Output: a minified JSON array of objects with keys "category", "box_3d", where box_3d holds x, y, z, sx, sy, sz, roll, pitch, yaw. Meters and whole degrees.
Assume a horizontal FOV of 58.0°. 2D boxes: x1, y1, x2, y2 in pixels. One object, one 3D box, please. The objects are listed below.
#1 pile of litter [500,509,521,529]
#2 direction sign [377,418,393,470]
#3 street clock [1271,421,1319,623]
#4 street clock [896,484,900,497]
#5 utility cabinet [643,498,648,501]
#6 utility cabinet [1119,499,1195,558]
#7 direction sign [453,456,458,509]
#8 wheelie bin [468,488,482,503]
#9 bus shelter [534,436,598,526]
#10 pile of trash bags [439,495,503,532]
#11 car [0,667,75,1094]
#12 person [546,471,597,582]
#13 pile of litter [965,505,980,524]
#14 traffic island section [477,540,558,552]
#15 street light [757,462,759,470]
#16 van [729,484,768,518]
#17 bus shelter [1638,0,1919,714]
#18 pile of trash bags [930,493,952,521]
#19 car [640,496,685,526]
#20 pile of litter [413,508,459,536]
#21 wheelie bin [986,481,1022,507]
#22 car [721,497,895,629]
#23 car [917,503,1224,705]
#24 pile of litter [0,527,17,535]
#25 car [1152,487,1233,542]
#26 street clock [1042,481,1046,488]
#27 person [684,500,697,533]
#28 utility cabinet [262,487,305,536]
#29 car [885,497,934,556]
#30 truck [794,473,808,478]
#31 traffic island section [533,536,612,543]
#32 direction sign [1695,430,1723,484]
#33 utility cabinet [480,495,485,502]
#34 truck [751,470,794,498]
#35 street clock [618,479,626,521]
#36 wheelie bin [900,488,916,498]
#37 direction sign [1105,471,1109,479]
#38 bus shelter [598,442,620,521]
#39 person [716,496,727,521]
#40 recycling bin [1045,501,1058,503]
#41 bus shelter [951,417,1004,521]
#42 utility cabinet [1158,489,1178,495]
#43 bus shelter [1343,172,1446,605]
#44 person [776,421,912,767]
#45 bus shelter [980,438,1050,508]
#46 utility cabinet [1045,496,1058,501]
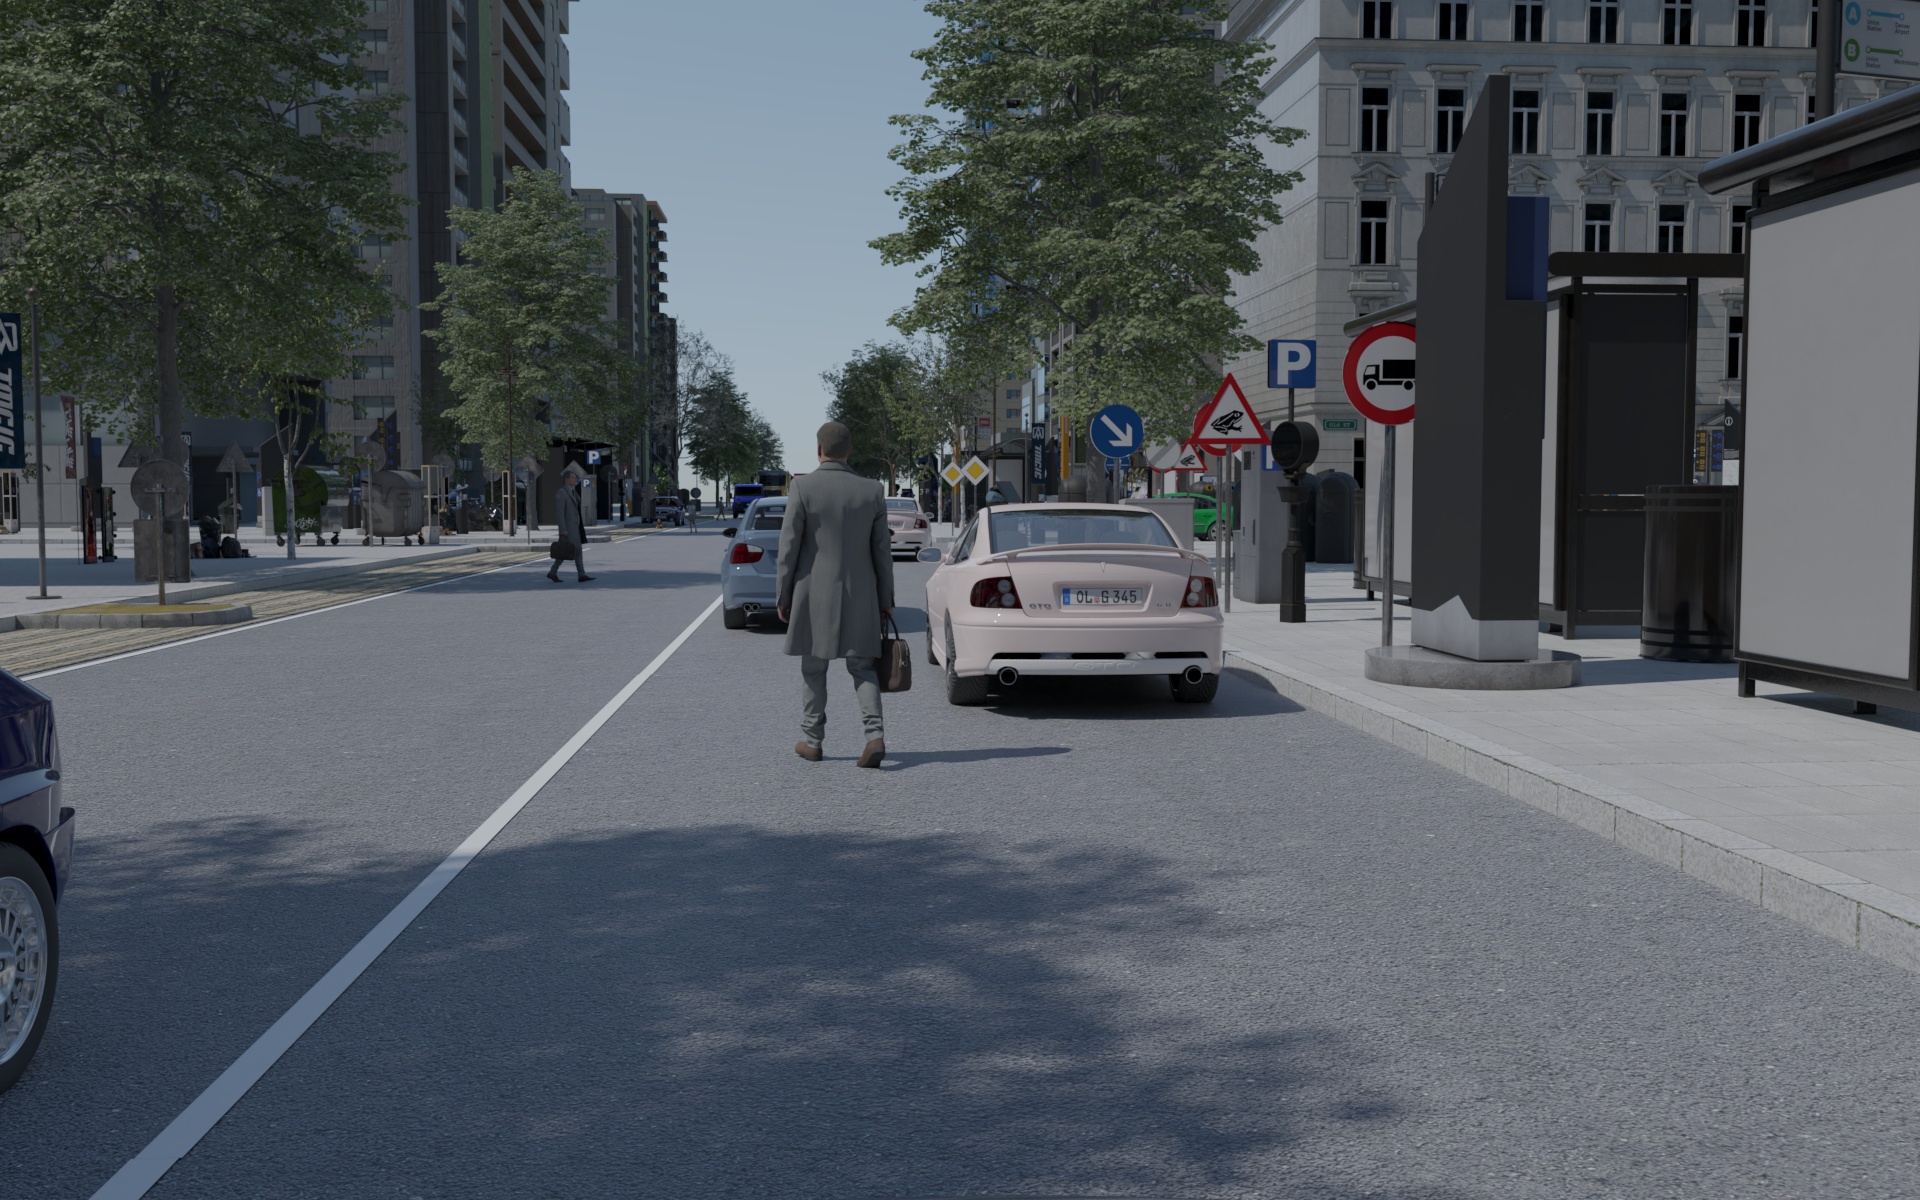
[{"category":"pile of litter","box_3d":[-16.952,-3.019,63.328,1.719,0.858,1.176,1,4,20]},{"category":"direction sign","box_3d":[-17.134,-3.651,51.693,0.379,3.537,0.876,1,4,10]},{"category":"street clock","box_3d":[3.328,-0.776,17.258,0.358,2.002,0.471,-2,4,-31]},{"category":"street clock","box_3d":[-4.412,-7.093,120.544,0.471,2.002,0.358,1,4,13]},{"category":"utility cabinet","box_3d":[-17.076,-5.253,94.570,0.318,1.500,1.173,0,4,3]},{"category":"utility cabinet","box_3d":[2.752,-0.803,24.291,1.020,1.237,0.306,-1,4,-13]},{"category":"direction sign","box_3d":[-29.007,-6.588,99.703,0.379,3.537,0.876,0,4,-3]},{"category":"wheelie bin","box_3d":[-26.472,-5.269,94.052,0.980,1.594,0.693,-2,4,-29]},{"category":"bus shelter","box_3d":[-16.649,-4.983,72.748,1.731,3.624,6.357,0,4,-4]},{"category":"pile of trash bags","box_3d":[-17.071,-3.011,58.977,1.912,1.369,3.447,2,4,24]},{"category":"car","box_3d":[-3.061,0.600,2.772,1.945,1.354,3.894,0,4,-3]},{"category":"person","box_3d":[-6.327,-1.196,28.157,0.767,1.812,0.694,1,4,10]},{"category":"pile of litter","box_3d":[0.740,-3.626,73.244,1.176,0.858,1.719,-3,4,-37]},{"category":"traffic island section","box_3d":[-10.942,-1.321,43.881,2.009,0.180,2.903,0,4,-4]},{"category":"street light","box_3d":[-28.978,-16.910,249.270,0.468,5.910,1.993,0,4,-4]},{"category":"van","box_3d":[-12.611,-6.065,103.543,2.240,2.365,5.245,0,4,-6]},{"category":"bus shelter","box_3d":[5.830,-1.944,9.415,2.179,5.291,8.768,0,4,-5]},{"category":"pile of trash bags","box_3d":[-0.957,-4.473,82.883,1.912,1.369,3.447,0,4,-1]},{"category":"car","box_3d":[-13.338,-3.997,77.927,1.945,1.354,3.894,0,4,-5]},{"category":"pile of litter","box_3d":[-16.217,-2.416,53.474,1.176,0.858,1.719,-3,5,-40]},{"category":"wheelie bin","box_3d":[1.036,-2.080,41.920,0.693,1.594,0.980,2,4,35]},{"category":"car","box_3d":[-1.734,-0.473,19.743,2.014,1.417,4.499,0,4,-4]},{"category":"car","box_3d":[0.739,-0.053,13.221,2.083,1.381,4.827,0,4,-4]},{"category":"pile of litter","box_3d":[-30.674,-2.497,54.798,1.719,0.858,1.176,0,4,0]},{"category":"car","box_3d":[5.970,-2.516,49.930,4.718,1.807,1.959,0,4,-4]},{"category":"street clock","box_3d":[3.683,-4.531,78.650,0.358,2.002,0.471,2,4,32]},{"category":"person","box_3d":[-9.996,-3.100,64.204,0.505,1.210,0.382,0,4,-6]},{"category":"utility cabinet","box_3d":[-20.541,-2.686,52.593,1.173,1.500,0.318,-3,4,-36]},{"category":"car","box_3d":[-1.604,-1.602,38.552,2.083,1.381,4.827,0,4,-3]},{"category":"truck","box_3d":[-21.279,-15.096,235.735,2.839,4.237,11.283,0,4,-3]},{"category":"traffic island section","box_3d":[-11.558,-1.808,51.843,2.009,0.180,2.903,0,4,-4]},{"category":"direction sign","box_3d":[26.330,-4.218,60.963,0.876,3.537,0.379,1,4,18]},{"category":"utility cabinet","box_3d":[-31.554,-6.285,113.928,0.306,1.237,1.020,-2,4,-32]},{"category":"truck","box_3d":[-15.319,-9.003,143.120,3.469,3.379,9.791,0,4,-3]},{"category":"street clock","box_3d":[-15.892,-4.700,81.420,0.358,2.002,0.471,0,4,3]},{"category":"wheelie bin","box_3d":[-2.935,-5.424,96.585,0.980,1.594,0.693,1,4,20]},{"category":"direction sign","box_3d":[8.674,-6.864,104.221,0.379,3.537,0.876,3,5,42]},{"category":"bus shelter","box_3d":[-16.869,-5.412,79.776,1.731,3.624,6.357,0,4,-5]},{"category":"person","box_3d":[-12.850,-4.918,93.183,0.640,1.303,0.475,-2,4,-33]},{"category":"recycling bin","box_3d":[2.975,-2.988,61.401,0.722,1.027,0.722,3,4,36]},{"category":"bus shelter","box_3d":[0.753,-6.729,87.648,2.179,5.291,8.768,0,4,-4]},{"category":"utility cabinet","box_3d":[9.720,-4.425,81.034,0.318,1.500,1.173,3,5,43]},{"category":"bus shelter","box_3d":[5.806,-2.553,19.366,2.179,5.291,8.768,0,4,-4]},{"category":"person","box_3d":[-0.643,-0.036,9.191,0.694,1.812,0.767,-1,4,-21]},{"category":"bus shelter","box_3d":[2.010,-4.335,64.797,2.014,3.302,5.546,0,4,-5]},{"category":"utility cabinet","box_3d":[3.592,-3.475,67.976,0.306,1.237,1.020,3,4,38]}]
